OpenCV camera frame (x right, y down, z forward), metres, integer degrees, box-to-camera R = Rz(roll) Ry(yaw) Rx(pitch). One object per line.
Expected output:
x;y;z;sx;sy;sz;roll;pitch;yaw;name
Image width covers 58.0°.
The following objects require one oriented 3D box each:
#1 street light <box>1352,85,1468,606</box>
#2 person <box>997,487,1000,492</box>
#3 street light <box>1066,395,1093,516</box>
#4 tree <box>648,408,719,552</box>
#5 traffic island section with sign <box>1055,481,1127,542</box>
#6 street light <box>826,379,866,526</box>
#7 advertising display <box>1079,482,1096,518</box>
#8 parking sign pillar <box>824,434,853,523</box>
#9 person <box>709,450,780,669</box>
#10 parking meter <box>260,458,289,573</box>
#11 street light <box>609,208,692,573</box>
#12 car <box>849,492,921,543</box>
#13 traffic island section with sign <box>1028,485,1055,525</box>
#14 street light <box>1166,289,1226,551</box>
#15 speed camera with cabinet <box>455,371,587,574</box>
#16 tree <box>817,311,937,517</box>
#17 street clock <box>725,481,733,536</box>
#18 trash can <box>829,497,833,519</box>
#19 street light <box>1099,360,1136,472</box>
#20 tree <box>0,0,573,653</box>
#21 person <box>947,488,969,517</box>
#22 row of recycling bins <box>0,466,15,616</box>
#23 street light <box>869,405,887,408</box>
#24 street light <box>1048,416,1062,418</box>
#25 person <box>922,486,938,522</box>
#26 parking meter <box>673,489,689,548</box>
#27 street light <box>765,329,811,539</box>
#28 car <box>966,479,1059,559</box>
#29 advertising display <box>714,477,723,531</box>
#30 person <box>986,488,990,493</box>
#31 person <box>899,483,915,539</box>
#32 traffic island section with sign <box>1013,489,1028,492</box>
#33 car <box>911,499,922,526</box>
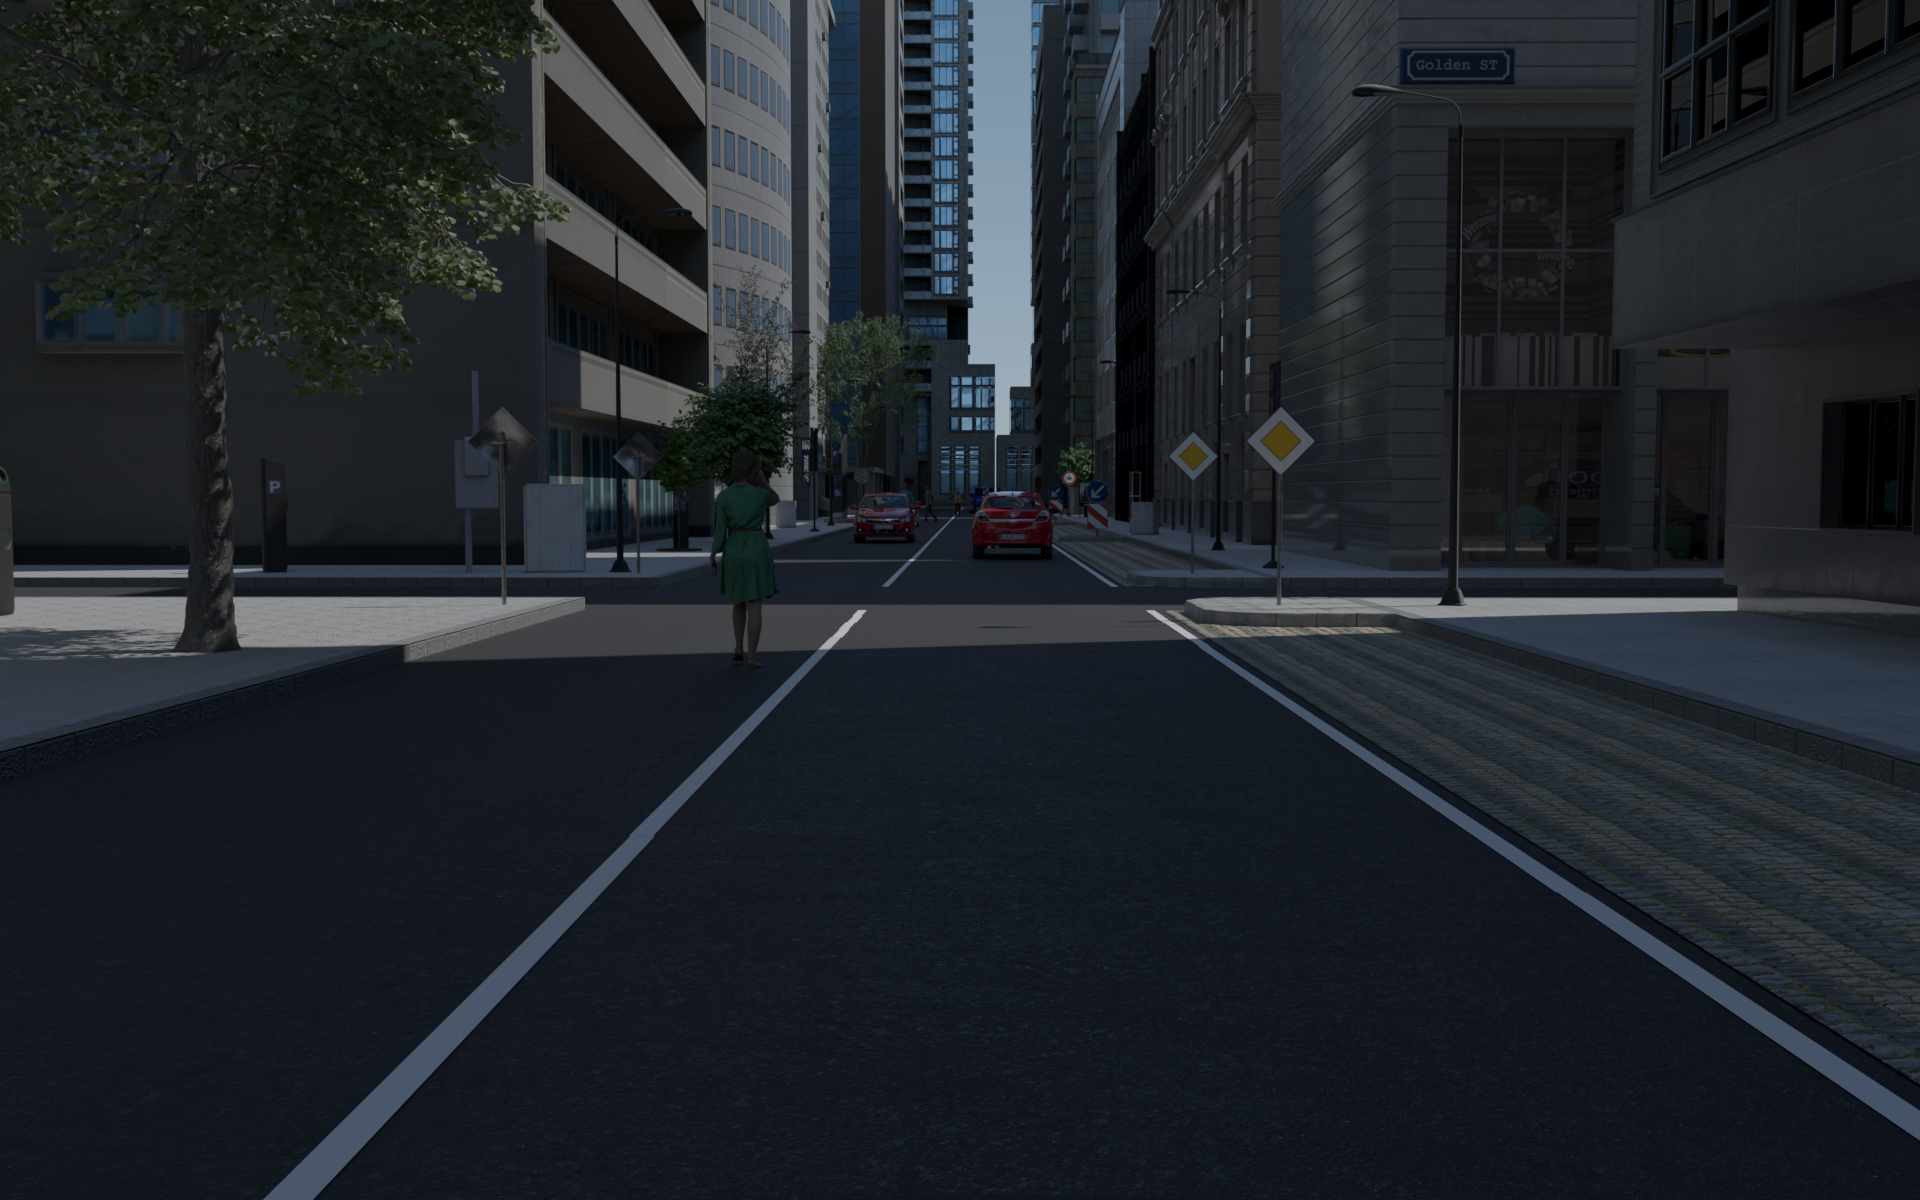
5.145;-2.892;19.824;1.470;5.913;1.316;0;4;1;street light
2.226;-5.691;101.539;0.794;1.824;0.713;2;4;25;person
5.674;-6.654;81.340;1.470;5.913;1.316;0;4;1;street light
-6.294;-2.708;38.883;1.663;3.219;1.824;0;3;0;tree
4.010;-2.686;52.547;1.989;1.847;2.006;0;4;1;traffic island section with sign
-4.668;-5.945;69.742;1.470;5.913;1.316;0;4;1;street light
6.917;-5.437;94.103;0.974;1.923;0.123;-1;4;-16;advertising display
-5.343;-5.429;77.234;1.447;3.967;1.447;0;4;7;parking sign pillar
-1.786;-0.344;14.366;0.600;1.795;0.529;0;4;-7;person
-11.209;-1.384;28.342;0.399;1.863;0.255;-2;4;-30;parking meter
-5.045;-3.410;28.296;1.470;5.913;1.316;0;4;1;street light
-2.249;-2.641;52.214;2.155;1.783;4.494;0;4;-1;car
4.263;-4.344;79.658;1.989;1.847;2.006;0;4;1;traffic island section with sign
5.347;-4.084;39.310;1.470;5.913;1.316;0;4;1;street light
-7.167;-2.074;28.253;2.038;3.252;0.660;-1;4;-15;speed camera with cabinet
-5.400;-10.457;96.732;9.928;11.665;9.643;0;3;0;tree
-6.864;-2.900;51.986;0.471;2.002;0.358;-2;4;-26;street clock
-6.472;-4.793;90.013;0.748;1.137;0.748;0;3;0;trash can
5.528;-5.358;60.146;1.470;5.913;1.316;0;4;1;street light
-6.386;-5.876;14.194;7.486;12.596;7.792;0;3;0;tree
-0.136;-6.185;109.722;1.348;1.812;0.705;0;4;-3;person
-10.846;-0.600;16.923;1.069;1.692;3.534;1;4;14;row of recycling bins
-4.512;-7.213;90.473;1.470;5.913;1.316;0;4;1;street light
5.897;-7.949;102.500;1.470;5.913;1.316;0;4;1;street light
-1.546;-4.871;88.044;0.836;1.842;0.656;0;4;-2;person
-6.654;-2.009;41.265;0.372;1.533;0.369;0;3;0;parking meter
-4.910;-4.678;49.019;1.470;5.913;1.316;0;4;1;street light
1.206;-1.877;39.729;2.155;1.783;4.494;0;4;2;car
-8.420;-3.273;58.722;0.123;1.923;0.974;2;4;35;advertising display
1.755;-5.563;99.679;0.699;1.804;1.509;1;4;23;person
-1.723;-2.822;54.988;0.601;1.785;0.444;0;4;2;person
4.988;-9.061;156.781;1.989;1.847;2.006;0;4;1;traffic island section with sign
-2.728;-4.063;75.467;2.155;1.783;4.494;0;4;1;car
